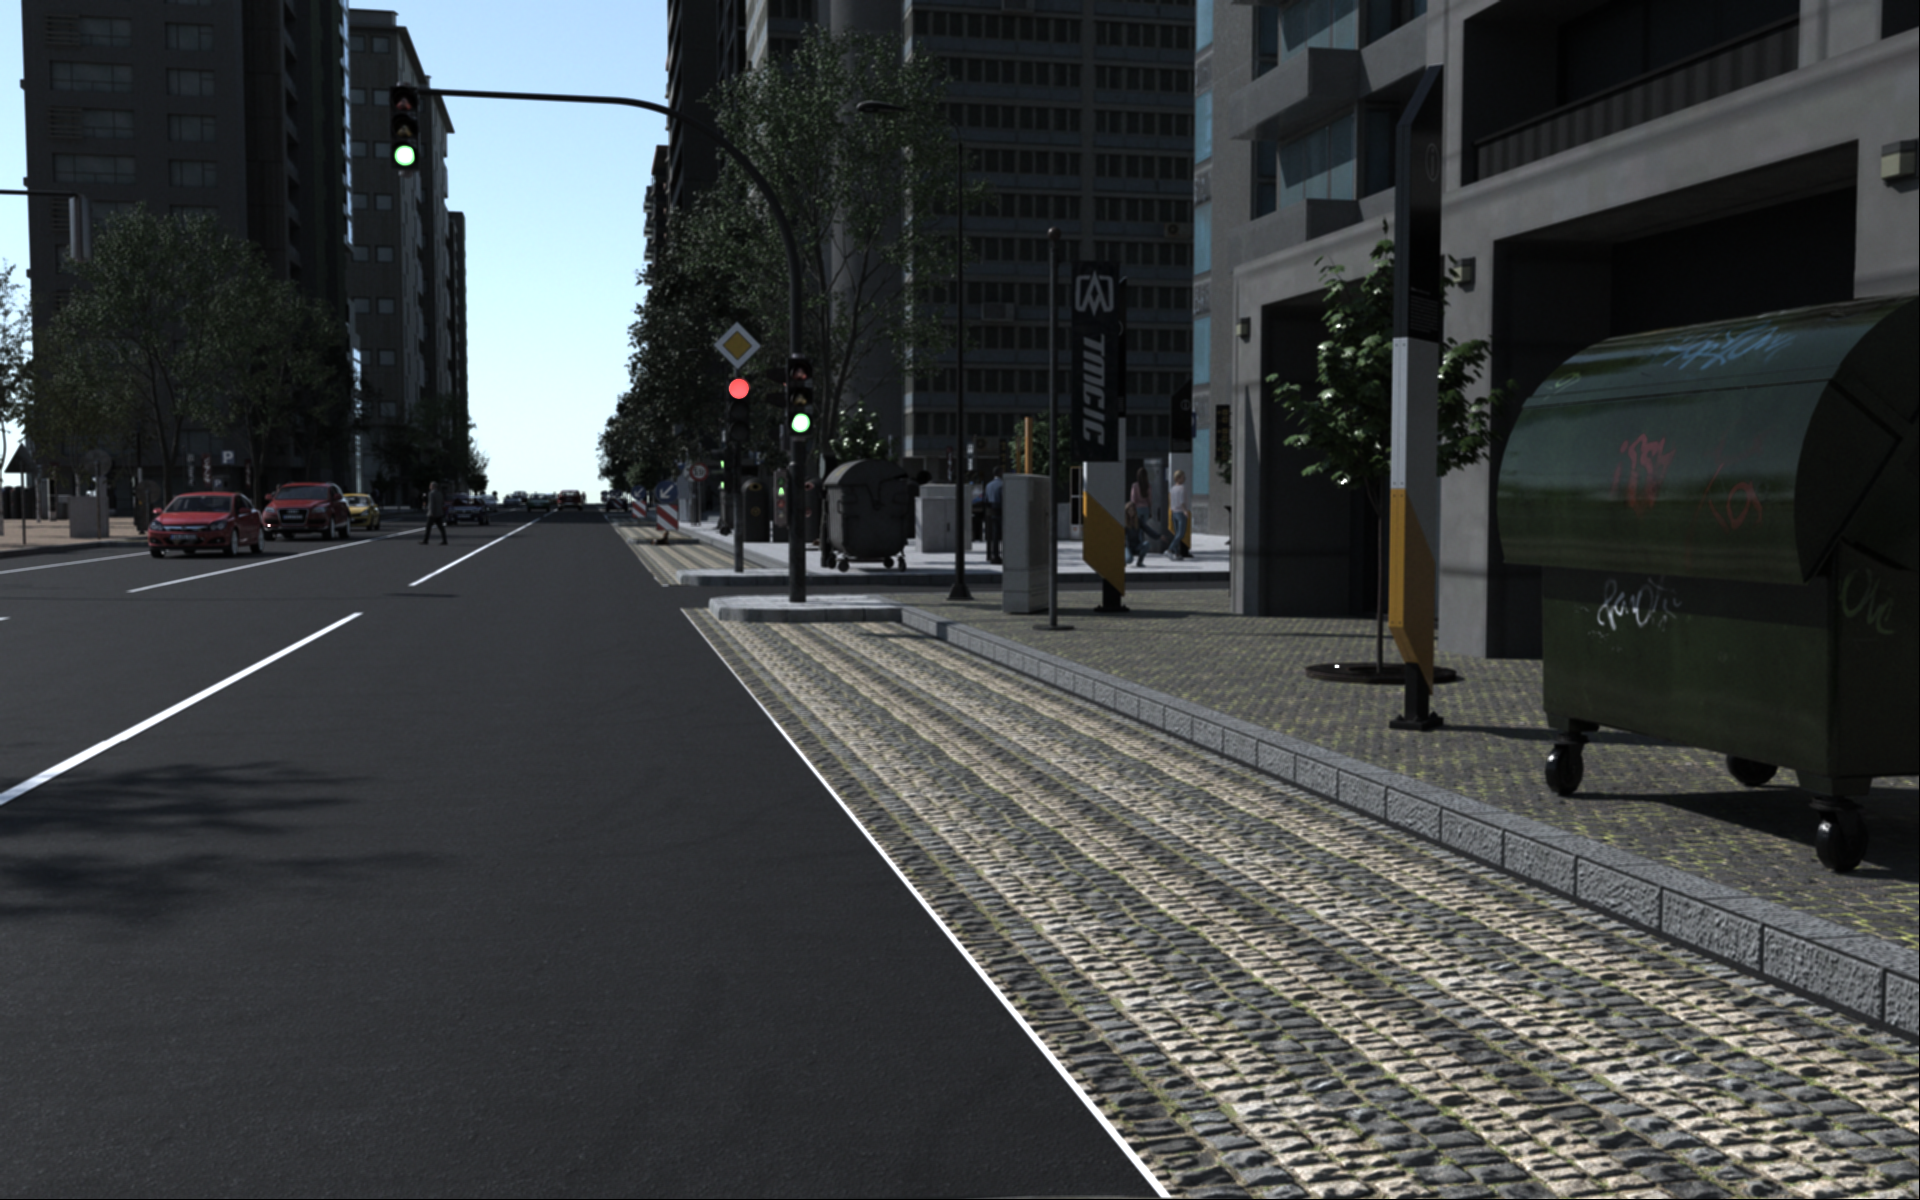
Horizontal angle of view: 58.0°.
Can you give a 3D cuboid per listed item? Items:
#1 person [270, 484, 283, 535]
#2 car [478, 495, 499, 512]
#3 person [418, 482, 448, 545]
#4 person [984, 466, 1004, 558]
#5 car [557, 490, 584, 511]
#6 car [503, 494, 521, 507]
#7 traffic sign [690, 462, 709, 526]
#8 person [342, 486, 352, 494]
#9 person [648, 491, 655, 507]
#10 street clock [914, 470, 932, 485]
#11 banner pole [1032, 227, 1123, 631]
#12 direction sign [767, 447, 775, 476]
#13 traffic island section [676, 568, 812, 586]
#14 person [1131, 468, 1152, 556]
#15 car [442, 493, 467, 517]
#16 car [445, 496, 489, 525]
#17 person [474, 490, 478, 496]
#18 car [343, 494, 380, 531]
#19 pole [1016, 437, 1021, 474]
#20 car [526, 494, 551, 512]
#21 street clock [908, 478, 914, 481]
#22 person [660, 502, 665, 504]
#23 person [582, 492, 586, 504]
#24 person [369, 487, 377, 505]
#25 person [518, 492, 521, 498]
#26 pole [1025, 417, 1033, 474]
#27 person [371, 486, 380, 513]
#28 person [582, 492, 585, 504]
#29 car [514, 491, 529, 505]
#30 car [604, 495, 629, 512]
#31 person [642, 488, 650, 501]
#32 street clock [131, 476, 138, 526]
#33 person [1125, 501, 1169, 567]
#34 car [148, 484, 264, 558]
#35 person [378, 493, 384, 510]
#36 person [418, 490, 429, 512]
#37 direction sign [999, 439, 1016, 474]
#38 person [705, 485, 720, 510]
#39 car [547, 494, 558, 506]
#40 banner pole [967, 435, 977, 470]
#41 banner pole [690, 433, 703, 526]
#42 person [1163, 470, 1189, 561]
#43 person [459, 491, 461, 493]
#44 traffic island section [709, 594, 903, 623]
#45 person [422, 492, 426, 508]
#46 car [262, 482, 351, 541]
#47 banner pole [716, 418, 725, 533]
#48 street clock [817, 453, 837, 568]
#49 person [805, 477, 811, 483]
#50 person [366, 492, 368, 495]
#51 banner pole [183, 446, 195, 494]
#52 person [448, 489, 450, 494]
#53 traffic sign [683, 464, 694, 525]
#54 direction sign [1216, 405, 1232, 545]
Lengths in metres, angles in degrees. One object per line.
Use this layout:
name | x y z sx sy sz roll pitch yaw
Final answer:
person | -23.726 -3.147 60.359 0.661 1.777 0.834 -2 4 -34
car | -37.482 -7.609 136.774 2.083 1.381 4.827 -1 4 -14
person | -14.899 -2.449 48.936 0.834 1.777 0.661 1 4 8
person | 0.770 -1.615 32.638 0.721 1.800 0.419 3 5 42
car | -33.953 -8.699 150.904 2.281 1.827 5.304 -1 4 -10
car | -49.556 -10.991 191.698 2.014 1.417 4.499 -1 4 -11
traffic sign | -10.425 -4.232 69.294 0.768 2.556 0.104 0 4 -6
person | -39.511 -6.438 111.446 1.348 1.807 0.705 0 4 -3
person | -30.204 -9.962 168.914 1.348 1.826 0.705 1 4 13
street clock | -1.096 -2.966 53.072 0.471 2.002 0.358 0 4 2
banner pole | 1.114 -1.612 16.381 0.863 3.779 0.401 0 4 -8
direction sign | -7.741 -4.963 73.142 0.876 3.537 0.379 1 4 20
traffic island section | -3.602 -0.374 28.392 2.009 0.180 2.903 -1 4 -12
person | 3.727 -1.807 35.601 0.555 1.821 0.388 -2 4 -35
car | -32.110 -6.203 110.458 2.155 1.783 4.494 -1 4 -14
car | -22.863 -4.150 80.436 1.945 1.354 3.894 -1 4 -11
person | -32.953 -6.620 117.464 0.721 1.735 1.217 -1 4 -12
car | -24.015 -3.567 68.544 2.015 1.641 3.980 -1 4 -13
pole | 2.076 -4.142 61.573 0.158 3.312 0.155 0 3 0
car | -34.327 -8.088 141.031 1.959 1.807 4.718 -1 4 -14
street clock | -2.093 -4.364 75.926 0.471 2.002 0.358 -1 4 -17
person | -17.088 -5.753 100.111 0.555 1.821 0.388 1 4 19
person | -54.777 -14.877 252.684 0.756 1.711 0.436 2 4 35
person | -39.363 -6.695 115.955 0.568 1.767 0.683 0 4 4
person | -54.236 -12.497 213.539 0.721 1.736 1.217 -1 4 -19
pole | 1.820 -3.187 45.944 0.158 3.312 0.155 0 3 0
person | -40.213 -6.912 118.914 0.599 1.838 0.709 2 4 28
person | -55.774 -15.091 255.760 0.750 1.759 0.617 2 4 28
car | -56.801 -13.148 223.644 2.281 1.827 5.304 -1 4 -14
car | -27.414 -7.691 138.335 1.945 1.354 3.894 -1 4 -12
person | -26.052 -8.366 142.832 1.348 1.822 0.705 2 4 29
street clock | -33.301 -4.003 70.019 0.471 2.002 0.358 3 5 44
person | 3.155 -1.156 30.438 1.012 1.151 0.738 -1 4 -10
car | -17.612 -1.927 40.544 2.155 1.783 4.494 -1 4 -10
person | -47.340 -8.226 141.454 0.541 1.710 0.530 -1 4 -15
person | -39.424 -7.164 126.460 1.217 1.723 0.721 -1 4 -18
direction sign | 1.967 -4.856 71.390 0.876 3.537 0.379 -2 4 -34
person | -15.047 -5.983 104.008 1.348 1.807 0.705 0 4 4
car | -50.431 -12.481 214.292 2.015 1.641 3.980 -1 4 -10
banner pole | 0.532 -5.085 73.163 0.401 3.779 0.863 -3 4 -37
banner pole | -10.580 -4.882 69.842 0.401 3.779 0.863 1 4 18
person | 4.163 -1.623 33.252 0.598 1.740 0.731 -2 4 -34
person | -36.113 -7.026 124.844 0.415 1.643 0.593 2 4 32
traffic island section | -1.918 0.104 20.586 2.009 0.180 2.903 -1 4 -12
person | -49.759 -9.288 161.086 0.628 1.438 0.799 -3 4 -38
car | -20.638 -2.823 54.821 2.281 1.827 5.304 -1 4 -11
banner pole | -7.812 -4.101 57.071 0.401 3.779 0.863 -1 4 -22
street clock | -2.317 -1.572 30.268 0.358 2.002 0.471 -1 4 -22
person | -4.421 -2.664 49.950 0.623 1.781 0.721 -1 4 -21
person | -46.858 -7.811 136.970 0.599 1.433 0.991 3 4 36
banner pole | -40.577 -6.183 91.101 0.863 3.779 0.401 1 4 13
person | -51.227 -10.193 173.368 0.551 1.740 0.621 2 4 30
traffic sign | -11.220 -4.429 72.525 0.768 2.556 0.104 0 4 -6
direction sign | 6.923 -3.177 43.933 0.876 3.537 0.379 1 4 13
